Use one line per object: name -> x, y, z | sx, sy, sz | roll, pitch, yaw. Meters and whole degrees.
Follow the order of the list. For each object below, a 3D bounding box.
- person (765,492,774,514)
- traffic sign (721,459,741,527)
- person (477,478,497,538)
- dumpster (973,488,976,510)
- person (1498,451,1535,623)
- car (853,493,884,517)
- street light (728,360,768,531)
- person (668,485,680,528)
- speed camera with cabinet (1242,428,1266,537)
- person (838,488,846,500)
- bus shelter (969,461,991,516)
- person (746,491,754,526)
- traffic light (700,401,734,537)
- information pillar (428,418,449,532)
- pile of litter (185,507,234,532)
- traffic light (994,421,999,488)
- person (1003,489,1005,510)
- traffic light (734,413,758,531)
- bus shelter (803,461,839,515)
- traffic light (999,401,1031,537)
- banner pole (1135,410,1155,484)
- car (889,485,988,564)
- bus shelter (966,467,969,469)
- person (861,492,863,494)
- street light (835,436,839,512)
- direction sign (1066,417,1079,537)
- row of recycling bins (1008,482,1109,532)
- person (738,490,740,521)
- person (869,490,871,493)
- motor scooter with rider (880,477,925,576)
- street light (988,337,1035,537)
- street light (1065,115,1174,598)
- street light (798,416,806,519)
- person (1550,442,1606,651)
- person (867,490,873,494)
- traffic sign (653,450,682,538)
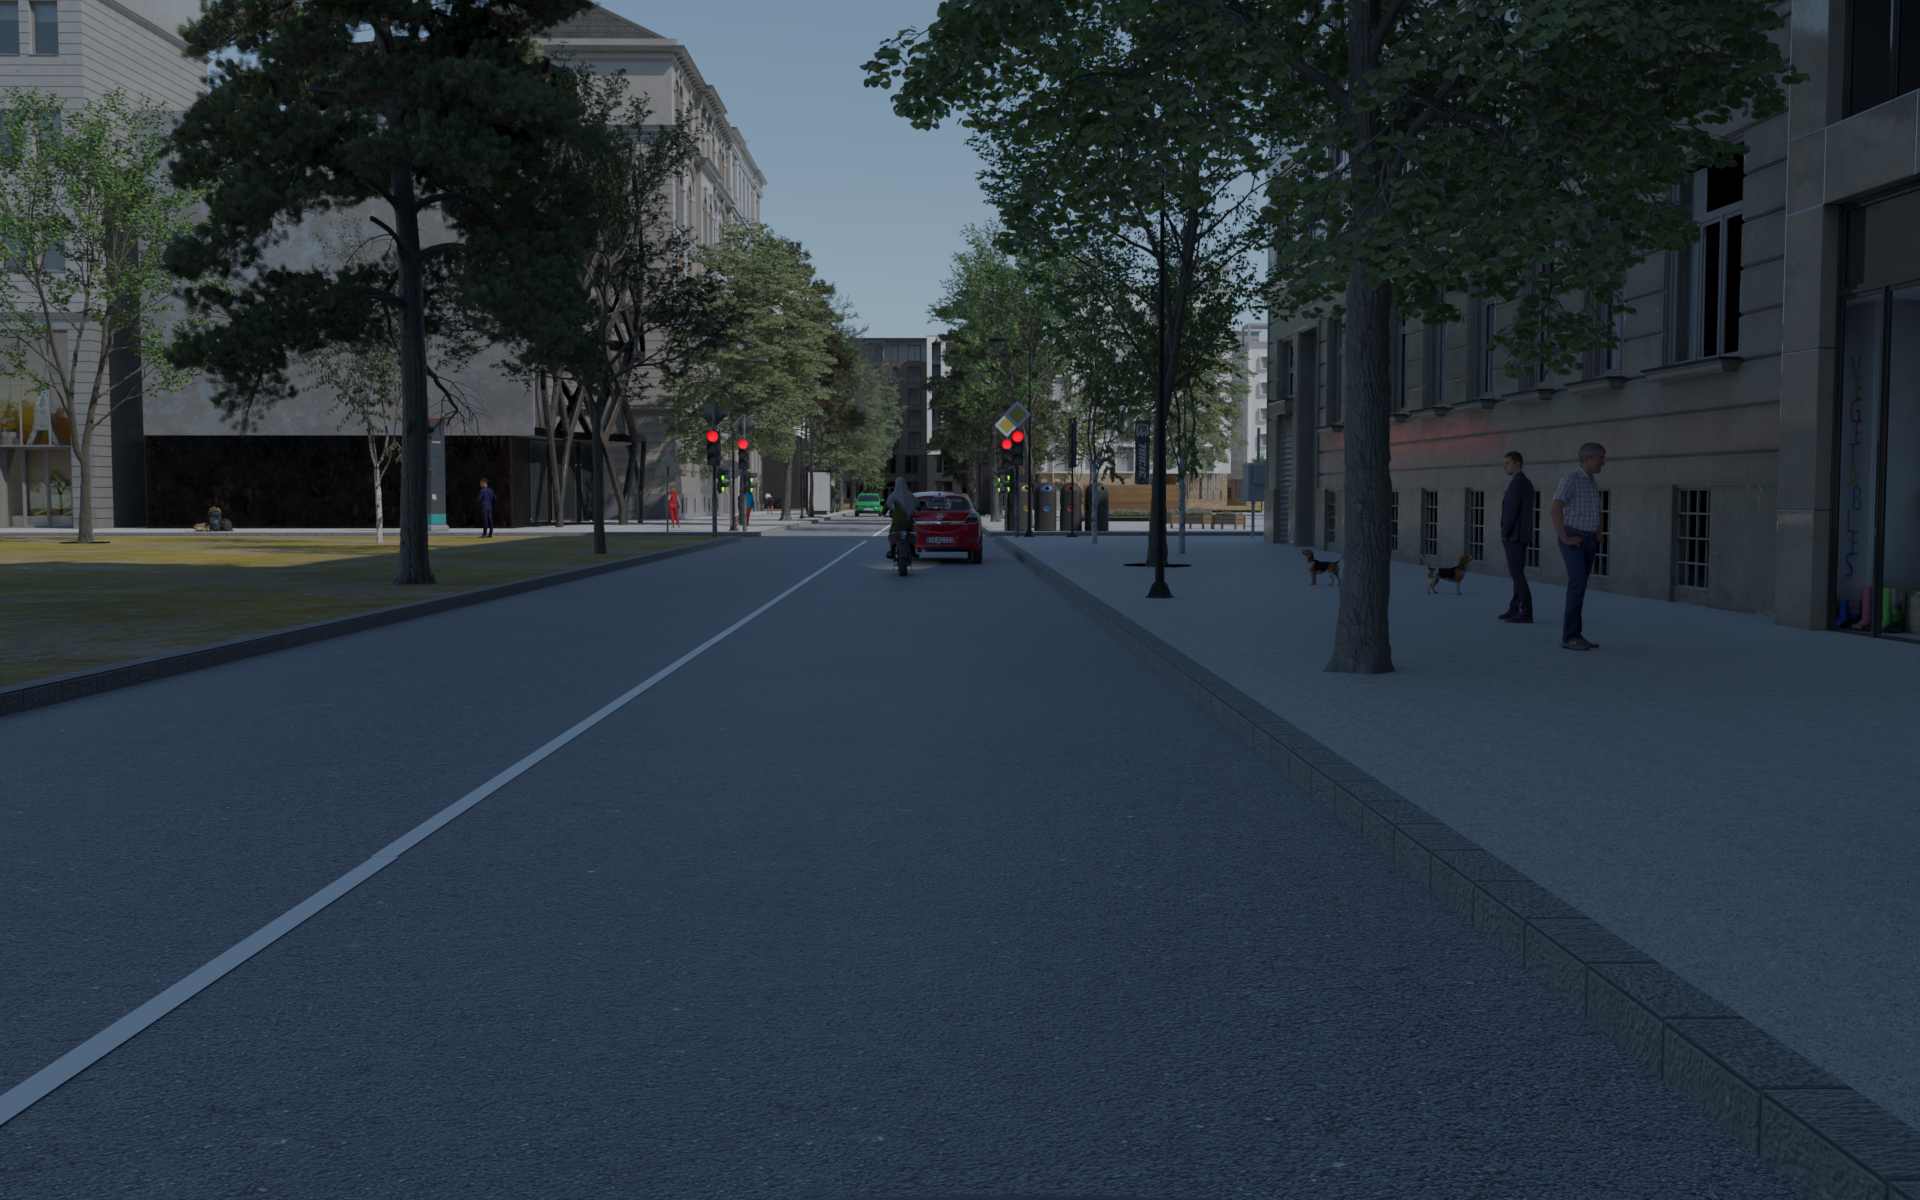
person -> -12.614, -6.423, 114.248 | 0.799, 1.438, 0.628 | 1, 4, 18
traffic sign -> -8.416, -3.882, 63.574 | 0.768, 2.556, 0.104 | 0, 4, 2
person -> -13.924, -2.689, 50.721 | 0.504, 1.737, 0.576 | 1, 4, 15
dumpster -> 1.531, -6.903, 118.630 | 1.264, 1.857, 1.865 | 0, 4, -1
person -> 5.588, -0.638, 17.397 | 0.541, 1.710, 0.530 | -3, 5, -45
car -> -5.836, -6.236, 110.753 | 1.959, 1.807, 4.718 | 0, 4, -2
street light -> -7.319, -5.349, 59.990 | 1.470, 5.913, 1.316 | 0, 4, -1
person -> -10.957, -3.572, 66.144 | 0.593, 1.614, 0.444 | -1, 4, -18
speed camera with cabinet -> 9.521, -3.520, 51.895 | 2.038, 3.252, 0.660 | -1, 4, -11
person -> -10.948, -9.174, 156.020 | 1.348, 1.826, 0.705 | 1, 4, 10
bus shelter -> 1.859, -7.701, 103.541 | 2.179, 5.291, 8.768 | 0, 4, -1
person -> -8.597, -3.820, 70.198 | 0.593, 1.614, 0.444 | -2, 4, -28
traffic light -> -7.277, -3.802, 51.410 | 0.839, 4.213, 0.868 | 0, 4, -1
information pillar -> -18.073, -4.274, 59.264 | 0.750, 3.857, 0.750 | 2, 4, 34
pile of litter -> -25.655, -2.768, 59.225 | 1.719, 0.858, 1.176 | -3, 5, -39
traffic light -> 1.579, -4.299, 59.527 | 0.839, 4.213, 0.868 | 0, 4, -1
person -> 3.597, -7.905, 136.201 | 0.530, 1.710, 0.541 | -2, 4, -35
traffic light -> -7.381, -4.291, 59.394 | 0.839, 4.213, 0.868 | 0, 4, -1
bus shelter -> -8.770, -7.054, 109.255 | 2.014, 3.302, 5.546 | 0, 4, -1
traffic light -> 1.683, -3.810, 51.542 | 0.839, 4.213, 0.868 | 0, 4, -1
banner pole -> 5.597, -3.773, 51.705 | 0.863, 3.779, 0.401 | 1, 4, 23
car -> -0.459, -1.717, 37.120 | 2.155, 1.783, 4.494 | 0, 4, -1
bus shelter -> 1.550, -9.313, 129.896 | 2.179, 5.291, 8.768 | 0, 4, -1
person -> -10.505, -11.240, 189.798 | 1.348, 1.826, 0.705 | 0, 4, 0
street light -> -8.050, -9.073, 120.890 | 1.470, 5.913, 1.316 | 0, 4, -1
direction sign -> 3.344, -3.641, 51.528 | 0.379, 3.537, 0.876 | -1, 4, -10
row of recycling bins -> 3.369, -3.228, 59.888 | 3.534, 1.692, 1.069 | 0, 4, -6
person -> -9.819, -4.264, 78.307 | 0.613, 1.512, 0.480 | 0, 4, 7
person -> -10.296, -11.646, 197.181 | 1.217, 1.743, 0.721 | -1, 4, -13
motor scooter with rider -> -0.990, -1.334, 30.775 | 0.876, 1.779, 1.986 | 0, 4, -3
street light -> 1.530, -4.831, 51.526 | 1.470, 5.913, 1.316 | 0, 4, -1
street light -> 1.933, -2.981, 21.282 | 1.470, 5.913, 1.316 | 0, 4, -1
street light -> -7.669, -7.172, 89.808 | 1.470, 5.913, 1.316 | 0, 4, -1
person -> 5.215, -0.456, 14.430 | 0.756, 1.711, 0.436 | -2, 4, -35
person -> -9.042, -10.286, 175.023 | 0.445, 1.727, 0.742 | 2, 4, 33
traffic sign -> -8.587, -3.107, 50.808 | 0.884, 2.594, 0.081 | 1, 4, 8
